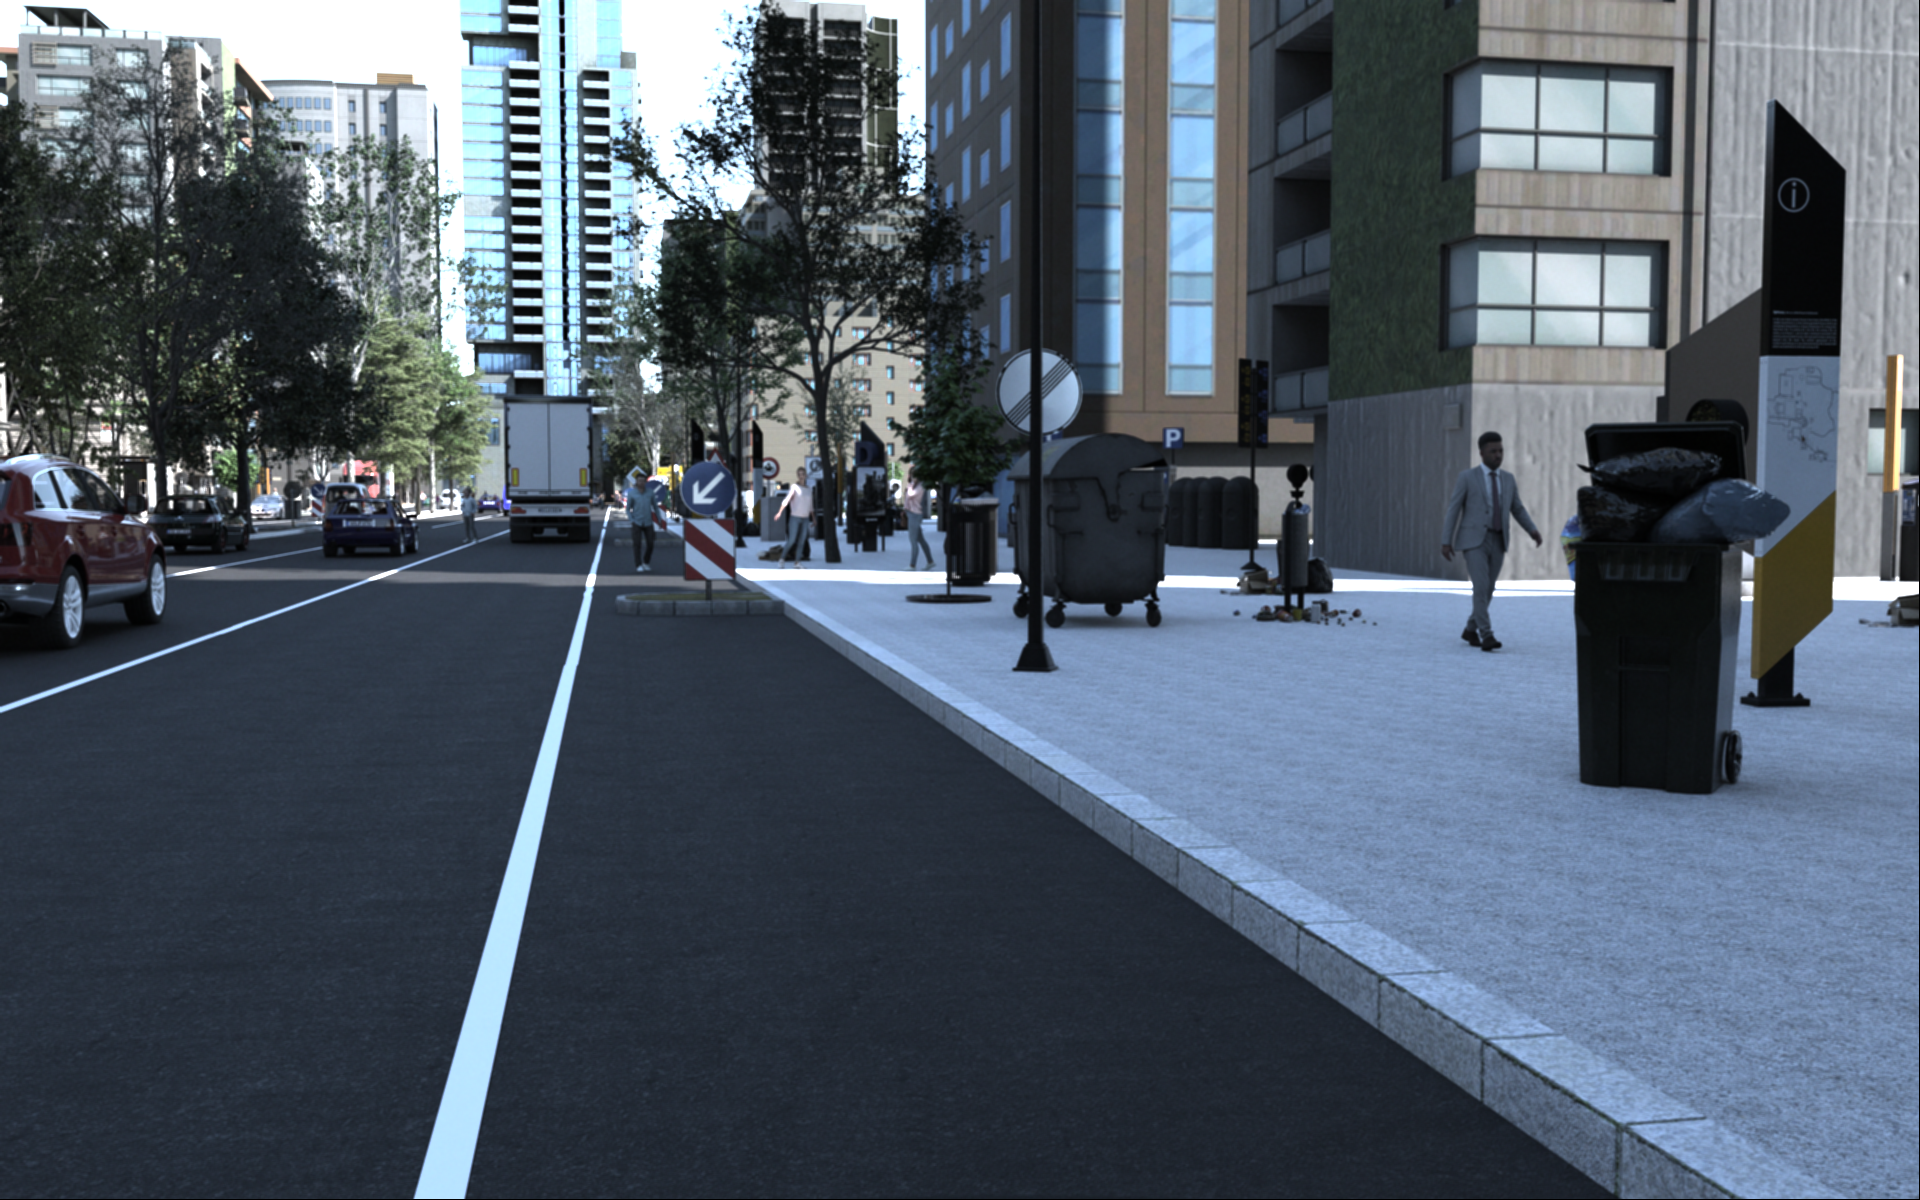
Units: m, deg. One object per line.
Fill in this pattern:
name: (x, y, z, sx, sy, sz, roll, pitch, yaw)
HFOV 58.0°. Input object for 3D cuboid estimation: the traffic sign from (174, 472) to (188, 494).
traffic sign: (-44.726, -6.080, 99.519, 0.768, 2.556, 0.104, 0, 4, -6)

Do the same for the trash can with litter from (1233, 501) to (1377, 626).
trash can with litter: (3.693, -0.426, 18.022, 1.678, 1.210, 2.233, 2, 4, 26)

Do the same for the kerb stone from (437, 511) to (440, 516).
kerb stone: (-33.925, -5.497, 112.130, 0.120, 0.150, 1.000, -1, 4, -11)

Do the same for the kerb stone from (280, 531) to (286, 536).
kerb stone: (-23.325, -2.267, 59.315, 0.120, 0.150, 1.000, -1, 4, -11)

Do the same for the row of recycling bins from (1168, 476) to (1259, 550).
row of recycling bins: (6.016, -2.102, 41.475, 1.069, 1.692, 3.534, -1, 4, -20)

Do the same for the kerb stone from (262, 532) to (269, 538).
kerb stone: (-22.720, -2.083, 56.291, 0.120, 0.150, 1.000, -1, 4, -11)

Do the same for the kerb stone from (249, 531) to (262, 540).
kerb stone: (-22.521, -2.024, 55.289, 0.120, 0.150, 1.000, -1, 4, -11)

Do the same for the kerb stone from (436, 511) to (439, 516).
kerb stone: (-33.716, -5.439, 111.125, 0.120, 0.150, 1.000, -1, 4, -11)

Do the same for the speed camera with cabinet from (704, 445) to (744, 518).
speed camera with cabinet: (-9.647, -4.581, 69.242, 0.660, 3.252, 2.038, -3, 5, -44)

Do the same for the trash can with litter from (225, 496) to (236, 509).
trash can with litter: (-55.066, -7.324, 131.127, 0.624, 1.170, 1.055, 3, 5, 41)

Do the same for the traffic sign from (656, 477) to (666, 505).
traffic sign: (-17.044, -5.907, 98.710, 0.606, 2.300, 0.079, 0, 4, -8)

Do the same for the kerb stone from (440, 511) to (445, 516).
kerb stone: (-34.530, -5.682, 115.153, 0.120, 0.150, 1.000, -1, 4, -11)

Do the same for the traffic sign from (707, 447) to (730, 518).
traffic sign: (-6.773, -2.938, 48.041, 0.884, 2.594, 0.081, 0, 4, -2)

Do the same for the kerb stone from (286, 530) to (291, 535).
kerb stone: (-23.534, -2.332, 60.319, 0.120, 0.150, 1.000, -1, 4, -11)

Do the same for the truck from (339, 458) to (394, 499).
truck: (-46.492, -8.995, 135.975, 2.839, 4.237, 11.283, -1, 4, -11)

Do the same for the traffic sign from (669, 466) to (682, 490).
traffic sign: (-19.252, -7.796, 121.341, 2.265, 3.308, 0.079, 0, 4, -4)

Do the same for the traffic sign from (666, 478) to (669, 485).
traffic sign: (-21.280, -7.706, 126.092, 0.768, 2.556, 0.104, -1, 4, -10)

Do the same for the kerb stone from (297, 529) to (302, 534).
kerb stone: (-23.930, -2.454, 62.324, 0.120, 0.150, 1.000, -1, 4, -11)

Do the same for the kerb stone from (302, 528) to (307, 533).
kerb stone: (-24.138, -2.516, 63.326, 0.120, 0.150, 1.000, -1, 4, -11)

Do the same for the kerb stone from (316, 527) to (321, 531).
kerb stone: (-24.736, -2.700, 66.333, 0.120, 0.150, 1.000, -1, 4, -11)

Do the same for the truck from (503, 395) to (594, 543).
truck: (-12.933, -4.019, 54.630, 2.839, 4.237, 11.283, -1, 4, -13)

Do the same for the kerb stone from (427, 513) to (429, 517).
kerb stone: (-32.508, -5.070, 105.104, 0.120, 0.150, 1.000, -1, 4, -11)

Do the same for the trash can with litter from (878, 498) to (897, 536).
trash can with litter: (-2.473, -2.529, 52.739, 1.055, 1.170, 0.624, -1, 4, -17)

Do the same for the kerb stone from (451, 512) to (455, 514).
kerb stone: (-35.925, -6.115, 122.178, 0.120, 0.150, 1.000, -1, 4, -11)

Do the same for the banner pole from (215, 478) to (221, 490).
banner pole: (-54.724, -8.443, 128.056, 0.401, 3.779, 0.863, 3, 4, 36)

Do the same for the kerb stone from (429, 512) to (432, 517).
kerb stone: (-32.908, -5.194, 107.112, 0.120, 0.150, 1.000, -1, 4, -11)

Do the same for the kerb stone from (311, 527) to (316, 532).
kerb stone: (-24.541, -2.638, 65.330, 0.120, 0.150, 1.000, -1, 4, -11)

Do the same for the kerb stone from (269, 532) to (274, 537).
kerb stone: (-22.926, -2.145, 57.295, 0.120, 0.150, 1.000, -1, 4, -11)

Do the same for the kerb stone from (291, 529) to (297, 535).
kerb stone: (-23.734, -2.393, 61.321, 0.120, 0.150, 1.000, -1, 4, -11)

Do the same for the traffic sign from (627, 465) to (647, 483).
traffic sign: (-12.901, -4.109, 69.368, 0.795, 2.593, 0.064, -1, 4, -11)

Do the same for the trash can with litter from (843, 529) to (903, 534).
trash can with litter: (-3.096, -2.767, 56.291, 2.233, 1.210, 1.678, 1, 4, 19)

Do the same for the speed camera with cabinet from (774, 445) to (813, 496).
speed camera with cabinet: (-6.625, -4.646, 70.294, 2.038, 3.252, 0.660, 3, 4, 38)

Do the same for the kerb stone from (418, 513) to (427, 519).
kerb stone: (-32.309, -5.010, 104.101, 0.120, 0.150, 1.000, -1, 4, -11)

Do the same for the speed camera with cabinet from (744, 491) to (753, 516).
speed camera with cabinet: (-13.253, -6.614, 102.480, 2.038, 3.252, 0.660, 2, 4, 28)

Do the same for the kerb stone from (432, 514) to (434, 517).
kerb stone: (-33.115, -5.247, 108.114, 0.120, 0.150, 1.000, -1, 4, -11)

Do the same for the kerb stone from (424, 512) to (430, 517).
kerb stone: (-32.711, -5.132, 106.108, 0.120, 0.150, 1.000, -1, 4, -11)

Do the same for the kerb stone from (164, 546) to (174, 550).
kerb stone: (-20.294, -1.346, 44.205, 0.120, 0.150, 1.000, -1, 4, -11)

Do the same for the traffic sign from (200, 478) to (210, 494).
traffic sign: (-47.621, -6.555, 109.301, 0.606, 2.300, 0.079, 0, 4, -2)

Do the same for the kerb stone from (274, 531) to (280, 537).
kerb stone: (-23.123, -2.209, 58.312, 0.120, 0.150, 1.000, -1, 4, -11)

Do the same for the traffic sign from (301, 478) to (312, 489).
traffic sign: (-52.804, -8.560, 139.961, 0.884, 2.594, 0.081, 0, 4, -4)

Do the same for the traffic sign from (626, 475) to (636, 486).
traffic sign: (-14.471, -4.588, 77.198, 0.795, 2.593, 0.064, -1, 4, -11)

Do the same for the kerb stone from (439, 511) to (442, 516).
kerb stone: (-34.125, -5.558, 113.136, 0.120, 0.150, 1.000, -1, 4, -11)

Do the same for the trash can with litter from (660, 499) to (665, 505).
trash can with litter: (-23.669, -7.772, 138.456, 0.624, 1.170, 1.055, 1, 4, 8)

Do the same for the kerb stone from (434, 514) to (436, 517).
kerb stone: (-33.306, -5.316, 109.118, 0.120, 0.150, 1.000, -1, 4, -11)

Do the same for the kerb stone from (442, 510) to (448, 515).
kerb stone: (-34.932, -5.808, 117.158, 0.120, 0.150, 1.000, -1, 4, -11)

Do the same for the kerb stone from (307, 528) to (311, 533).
kerb stone: (-24.338, -2.577, 64.328, 0.120, 0.150, 1.000, -1, 4, -11)

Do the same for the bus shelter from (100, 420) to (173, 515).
bus shelter: (-45.681, -7.246, 96.110, 2.179, 5.291, 8.768, -1, 4, -11)

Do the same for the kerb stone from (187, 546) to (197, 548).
kerb stone: (-20.900, -1.531, 47.225, 0.120, 0.150, 1.000, -1, 4, -11)

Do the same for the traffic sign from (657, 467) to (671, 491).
traffic sign: (-21.421, -8.264, 128.984, 2.265, 3.308, 0.079, 0, 4, -2)

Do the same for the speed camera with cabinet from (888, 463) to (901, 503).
speed camera with cabinet: (-4.786, -7.023, 109.167, 2.038, 3.252, 0.660, -2, 4, -25)

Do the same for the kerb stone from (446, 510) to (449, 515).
kerb stone: (-35.132, -5.870, 118.163, 0.120, 0.150, 1.000, -1, 4, -11)

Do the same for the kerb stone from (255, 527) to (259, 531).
kerb stone: (-26.794, -2.669, 65.914, 0.120, 0.150, 1.000, -1, 4, -11)

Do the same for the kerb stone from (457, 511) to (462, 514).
kerb stone: (-37.353, -6.547, 129.236, 0.120, 0.150, 1.000, -1, 4, -11)

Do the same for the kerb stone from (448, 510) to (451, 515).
kerb stone: (-35.334, -5.929, 119.165, 0.120, 0.150, 1.000, -1, 4, -11)

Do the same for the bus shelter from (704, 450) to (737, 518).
bus shelter: (-11.702, -5.458, 83.164, 2.014, 3.302, 5.546, -1, 4, -11)

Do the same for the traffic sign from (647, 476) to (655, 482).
traffic sign: (-21.251, -7.321, 119.800, 0.768, 2.556, 0.104, 0, 4, -2)
